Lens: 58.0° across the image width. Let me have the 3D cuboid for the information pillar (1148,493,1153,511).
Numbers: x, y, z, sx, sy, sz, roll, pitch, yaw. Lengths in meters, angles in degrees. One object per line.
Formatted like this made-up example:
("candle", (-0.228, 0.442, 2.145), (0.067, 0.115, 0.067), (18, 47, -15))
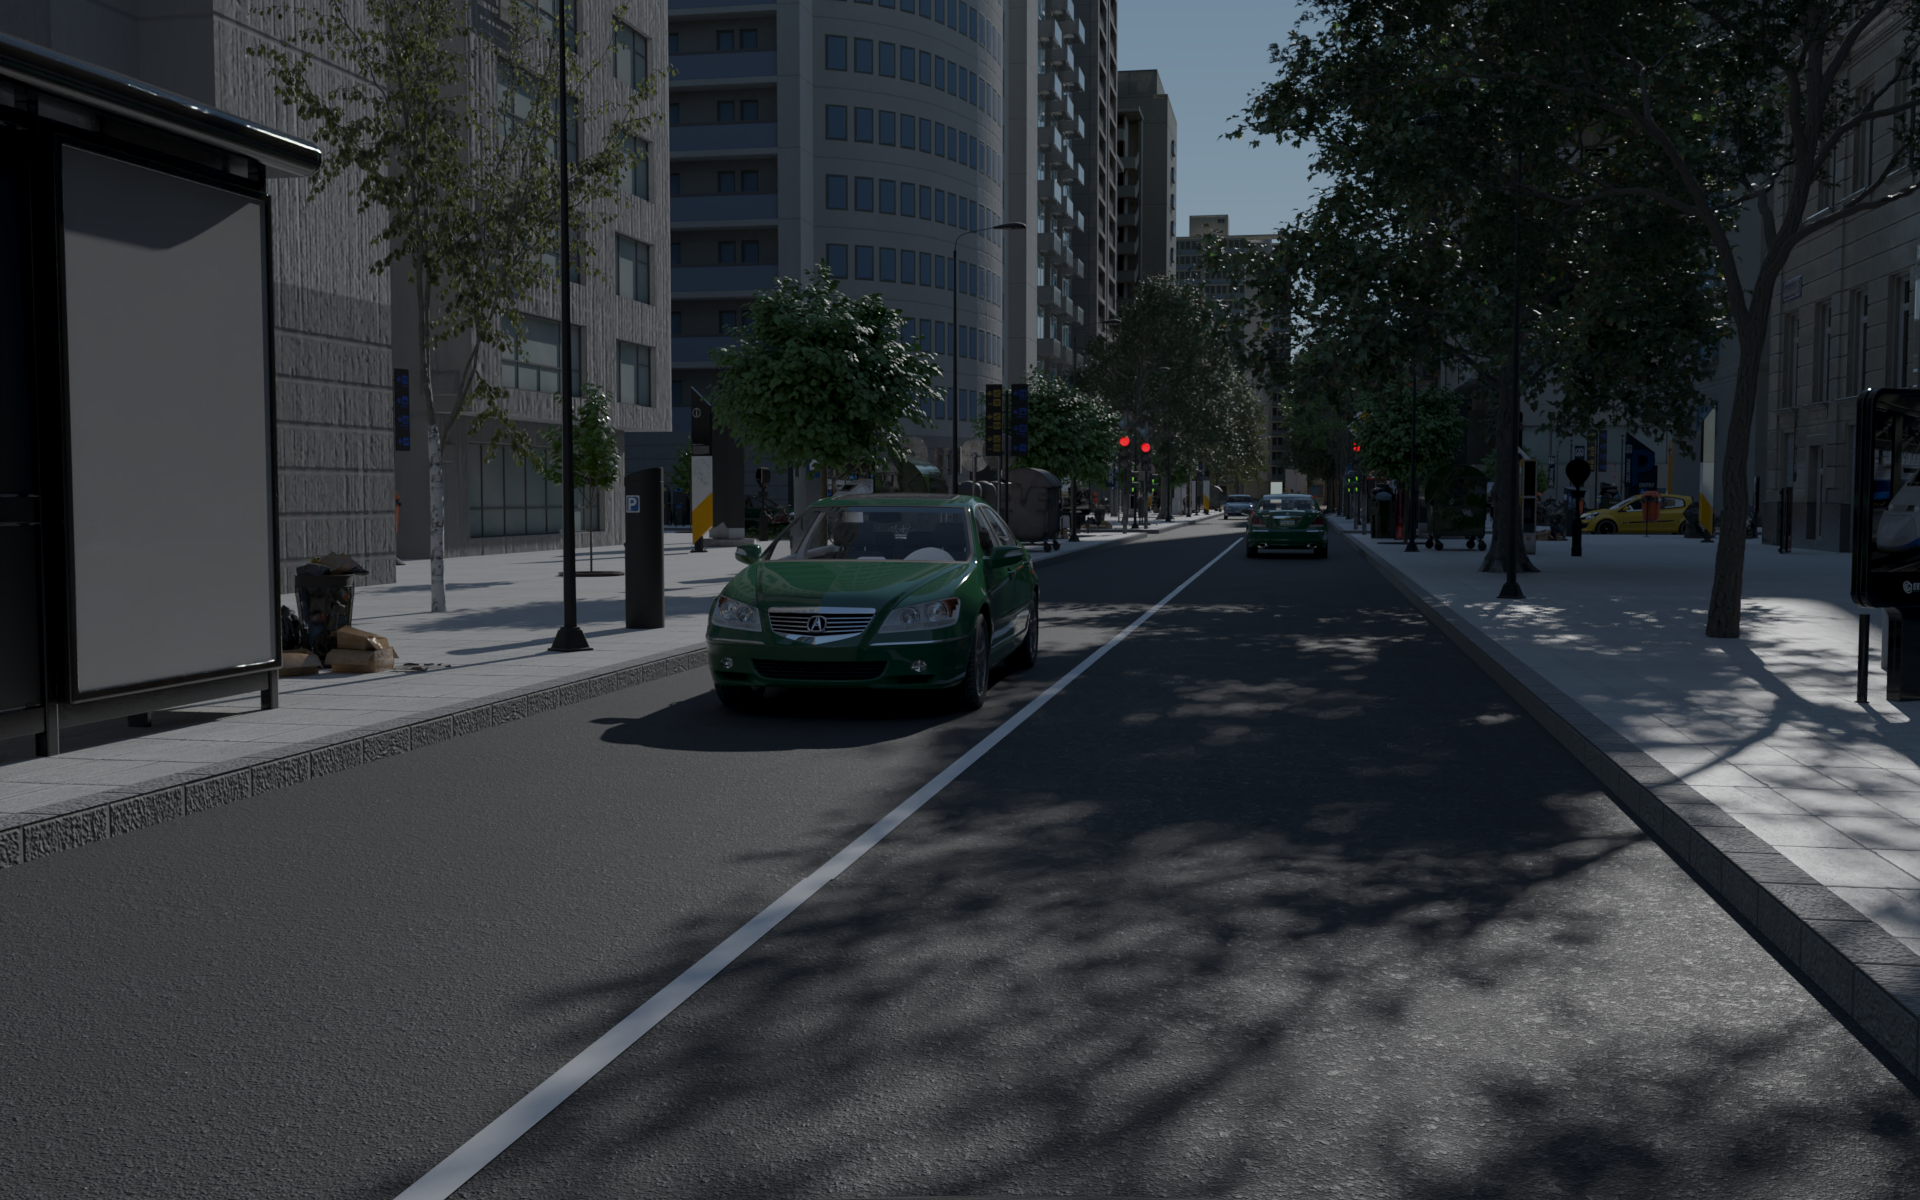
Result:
("information pillar", (14.027, -8.353, 127.931), (0.504, 3.616, 0.183), (1, 4, 13))

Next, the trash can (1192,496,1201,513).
("trash can", (15.885, -6.426, 116.718), (0.748, 1.137, 0.748), (0, 3, 0))

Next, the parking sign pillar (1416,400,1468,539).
("parking sign pillar", (13.851, -3.744, 49.680), (1.447, 3.967, 1.447), (1, 4, 11))

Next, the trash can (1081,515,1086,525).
("trash can", (4.722, -3.517, 69.159), (0.748, 1.137, 0.748), (0, 3, 0))

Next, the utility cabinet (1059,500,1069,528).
("utility cabinet", (3.734, -3.321, 65.457), (1.020, 1.237, 0.306), (1, 4, 13))

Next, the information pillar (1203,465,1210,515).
("information pillar", (15.082, -7.005, 105.889), (0.504, 3.616, 0.183), (-3, 5, -42))

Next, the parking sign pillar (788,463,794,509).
("parking sign pillar", (-6.226, -4.956, 69.496), (1.447, 3.967, 1.447), (0, 4, 6))

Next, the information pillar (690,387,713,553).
("information pillar", (-5.665, -2.850, 37.948), (0.504, 3.616, 0.183), (1, 4, 23))

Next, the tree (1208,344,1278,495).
("tree", (33.501, -21.931, 214.466), (12.611, 20.169, 13.585), (0, 3, 0))

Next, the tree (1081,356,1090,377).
("tree", (10.349, -10.446, 87.799), (9.611, 12.733, 9.660), (0, 3, 0))

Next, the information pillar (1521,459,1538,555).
("information pillar", (12.076, -1.975, 36.781), (0.304, 2.012, 0.304), (1, 4, 12))

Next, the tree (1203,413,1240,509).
("tree", (20.219, -11.432, 137.271), (4.737, 8.622, 4.395), (0, 3, 0))

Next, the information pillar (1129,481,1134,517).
("information pillar", (9.585, -5.655, 96.951), (0.304, 2.012, 0.304), (-1, 4, -19))

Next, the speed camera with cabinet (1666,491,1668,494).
("speed camera with cabinet", (43.368, -6.719, 104.197), (2.038, 3.252, 0.660), (0, 4, 7))

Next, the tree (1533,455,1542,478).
("tree", (31.543, -7.059, 99.120), (4.285, 4.588, 4.351), (0, 3, 0))

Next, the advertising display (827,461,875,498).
("advertising display", (-1.995, -1.569, 30.865), (0.974, 1.923, 0.123), (-1, 4, -13))

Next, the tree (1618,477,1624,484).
("tree", (40.837, -6.712, 104.340), (1.663, 3.219, 1.824), (0, 3, 0))

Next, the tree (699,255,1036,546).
("tree", (-1.867, -2.458, 23.904), (4.285, 4.588, 4.351), (0, 3, 0))

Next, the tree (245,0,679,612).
("tree", (-5.459, -4.176, 18.638), (4.360, 8.622, 3.978), (0, 3, 0))

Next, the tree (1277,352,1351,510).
("tree", (30.389, -14.363, 141.485), (9.857, 13.997, 8.962), (0, 3, 0))

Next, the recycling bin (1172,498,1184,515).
("recycling bin", (13.611, -5.825, 107.791), (0.722, 1.027, 0.722), (-2, 4, -29))

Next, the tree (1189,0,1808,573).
("tree", (8.937, -6.795, 28.113), (9.611, 12.733, 9.660), (0, 3, 0))

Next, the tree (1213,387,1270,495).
("tree", (28.685, -16.108, 181.496), (7.486, 12.596, 7.792), (0, 3, 0))

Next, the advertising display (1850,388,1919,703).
("advertising display", (5.951, -0.338, 10.733), (0.974, 1.923, 0.123), (-1, 4, -19))

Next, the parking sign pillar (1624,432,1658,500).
("parking sign pillar", (29.681, -5.321, 75.475), (1.447, 3.967, 1.447), (0, 4, -6))

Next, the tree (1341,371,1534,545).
("tree", (11.403, -3.714, 44.430), (4.285, 4.588, 4.351), (0, 3, 0))

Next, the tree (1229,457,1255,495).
("tree", (32.013, -15.311, 200.697), (4.360, 8.622, 3.978), (0, 3, 0))

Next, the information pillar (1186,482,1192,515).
("information pillar", (13.809, -6.120, 104.555), (0.304, 2.012, 0.304), (1, 4, 23))

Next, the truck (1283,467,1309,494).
("truck", (35.767, -11.957, 184.417), (2.839, 4.237, 11.283), (1, 4, 11))

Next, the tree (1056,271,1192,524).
("tree", (7.225, -8.467, 72.842), (7.601, 10.594, 8.767), (3, 5, 40))

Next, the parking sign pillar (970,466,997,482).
("parking sign pillar", (1.078, -5.312, 75.329), (1.447, 3.967, 1.447), (2, 4, 29))

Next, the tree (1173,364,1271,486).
("tree", (23.186, -15.287, 156.601), (9.857, 13.997, 8.962), (0, 3, 0))

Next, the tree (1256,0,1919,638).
("tree", (6.743, -4.921, 14.874), (8.767, 10.594, 7.601), (1, 4, 12))

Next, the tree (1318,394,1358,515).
("tree", (23.880, -9.550, 106.497), (4.360, 8.622, 3.978), (0, 3, 0))

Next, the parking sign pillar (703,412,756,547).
("parking sign pillar", (-5.747, -3.308, 42.553), (1.447, 3.967, 1.447), (-2, 4, -30))

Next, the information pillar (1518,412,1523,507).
("information pillar", (13.333, -3.083, 41.765), (0.504, 3.616, 0.183), (-2, 4, -27))

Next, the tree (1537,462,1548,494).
("tree", (34.725, -6.683, 103.868), (1.663, 3.219, 1.824), (0, 3, 0))

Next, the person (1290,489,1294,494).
("person", (19.936, -5.790, 103.925), (0.760, 1.731, 0.466), (-2, 4, -29))

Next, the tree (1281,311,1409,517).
("tree", (21.767, -10.533, 97.971), (9.928, 11.665, 9.643), (0, 3, 0))

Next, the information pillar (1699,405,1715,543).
("information pillar", (19.694, -3.321, 45.646), (0.504, 3.616, 0.183), (-2, 4, -33))

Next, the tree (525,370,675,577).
("tree", (-5.780, -2.001, 27.315), (1.663, 3.219, 1.824), (0, 3, 0))

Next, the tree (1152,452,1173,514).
("tree", (3.512, -4.206, 52.475), (4.285, 4.588, 4.351), (0, 3, 0))

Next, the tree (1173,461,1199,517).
("tree", (12.072, -7.084, 99.536), (4.285, 4.588, 4.351), (0, 3, 0))

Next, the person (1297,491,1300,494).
("person", (28.782, -8.411, 146.743), (0.721, 1.736, 1.217), (3, 5, 44))

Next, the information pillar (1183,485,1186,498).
("information pillar", (14.183, -7.170, 108.580), (0.504, 3.616, 0.183), (3, 4, 37))

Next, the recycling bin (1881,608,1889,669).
("recycling bin", (7.237, -0.001, 12.576), (0.722, 1.027, 0.722), (-2, 4, -30))

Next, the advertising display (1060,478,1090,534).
("advertising display", (3.737, -3.122, 56.256), (0.974, 1.923, 0.123), (0, 4, -2))

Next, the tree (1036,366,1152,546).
("tree", (1.900, -3.658, 43.528), (4.285, 4.588, 4.351), (0, 3, 0))

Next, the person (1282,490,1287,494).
("person", (29.839, -9.215, 159.036), (0.709, 1.838, 0.599), (3, 4, 39))

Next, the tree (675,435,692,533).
("tree", (-9.002, -3.817, 57.008), (1.663, 3.219, 1.824), (0, 3, 0))

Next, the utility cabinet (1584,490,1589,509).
("utility cabinet", (36.674, -5.689, 101.692), (0.318, 1.500, 1.173), (1, 4, 11))

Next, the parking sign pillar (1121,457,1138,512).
("parking sign pillar", (11.966, -8.206, 122.642), (1.447, 3.967, 1.447), (2, 4, 25))

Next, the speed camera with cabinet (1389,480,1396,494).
("speed camera with cabinet", (18.250, -4.826, 73.246), (0.660, 3.252, 2.038), (0, 4, 4))

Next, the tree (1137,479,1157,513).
("tree", (12.459, -7.531, 117.738), (1.663, 3.219, 1.824), (0, 3, 0))
